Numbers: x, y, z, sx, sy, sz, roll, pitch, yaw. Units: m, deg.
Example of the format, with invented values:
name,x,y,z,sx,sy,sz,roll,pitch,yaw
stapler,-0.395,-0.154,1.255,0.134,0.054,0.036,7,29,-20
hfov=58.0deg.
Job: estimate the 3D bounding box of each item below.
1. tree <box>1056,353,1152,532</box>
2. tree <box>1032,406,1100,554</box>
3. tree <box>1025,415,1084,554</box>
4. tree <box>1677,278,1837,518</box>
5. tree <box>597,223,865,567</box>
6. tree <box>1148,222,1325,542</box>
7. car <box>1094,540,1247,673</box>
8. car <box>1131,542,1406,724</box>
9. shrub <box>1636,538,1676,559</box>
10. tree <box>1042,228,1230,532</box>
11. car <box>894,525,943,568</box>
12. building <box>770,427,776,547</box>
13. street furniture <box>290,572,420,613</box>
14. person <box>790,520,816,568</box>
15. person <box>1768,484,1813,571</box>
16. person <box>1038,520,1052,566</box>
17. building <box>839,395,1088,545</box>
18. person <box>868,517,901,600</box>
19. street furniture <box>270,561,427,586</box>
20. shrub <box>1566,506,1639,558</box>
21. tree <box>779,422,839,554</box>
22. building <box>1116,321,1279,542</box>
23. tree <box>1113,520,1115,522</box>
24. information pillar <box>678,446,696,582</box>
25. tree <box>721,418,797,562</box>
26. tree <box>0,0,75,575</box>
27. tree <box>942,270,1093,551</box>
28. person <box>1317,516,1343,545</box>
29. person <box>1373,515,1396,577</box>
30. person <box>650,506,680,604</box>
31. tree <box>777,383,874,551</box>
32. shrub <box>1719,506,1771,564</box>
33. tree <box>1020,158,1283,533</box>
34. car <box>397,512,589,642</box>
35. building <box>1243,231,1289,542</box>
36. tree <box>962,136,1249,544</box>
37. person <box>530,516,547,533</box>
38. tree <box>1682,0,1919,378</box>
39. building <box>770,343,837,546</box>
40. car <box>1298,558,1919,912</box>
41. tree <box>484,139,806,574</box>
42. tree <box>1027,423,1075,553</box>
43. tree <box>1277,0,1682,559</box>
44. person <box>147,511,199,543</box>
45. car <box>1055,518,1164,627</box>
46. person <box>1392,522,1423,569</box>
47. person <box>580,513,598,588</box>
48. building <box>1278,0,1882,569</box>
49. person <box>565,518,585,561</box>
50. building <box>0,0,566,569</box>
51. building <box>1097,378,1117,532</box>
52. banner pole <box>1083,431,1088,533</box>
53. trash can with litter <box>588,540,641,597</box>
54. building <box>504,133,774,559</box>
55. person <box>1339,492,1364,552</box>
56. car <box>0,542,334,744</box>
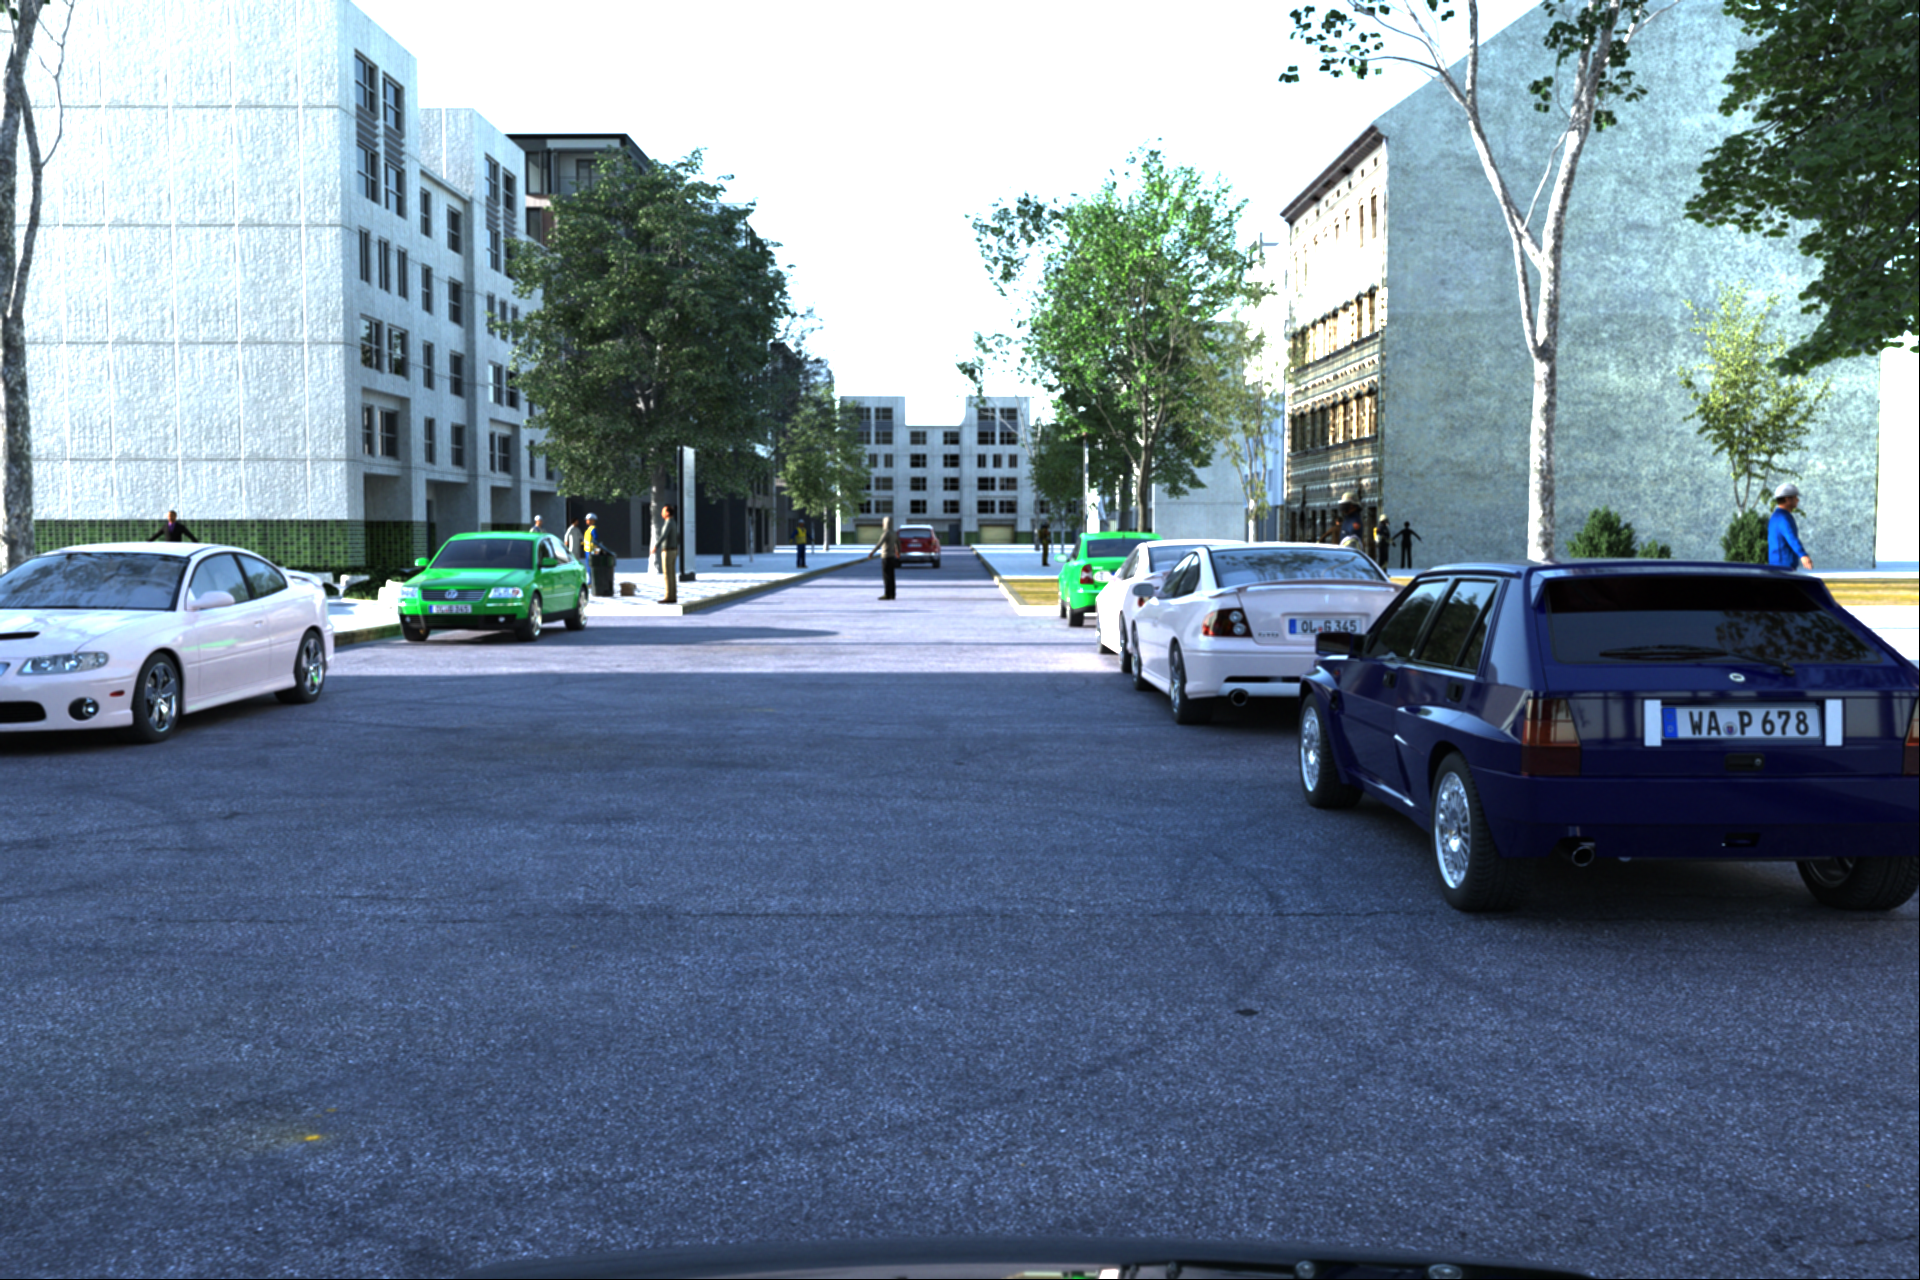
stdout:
name,x,y,z,sx,sy,sz,roll,pitch,yaw
tree,5.991,-7.371,70.872,4.737,8.622,4.395,0,3,0
tree,5.768,-8.859,95.207,4.737,8.622,4.395,0,3,0
tree,6.122,-9.460,105.026,4.737,8.622,4.395,0,3,0
tree,22.534,-6.068,49.575,4.737,8.622,4.395,0,3,0
tree,-9.283,-9.659,68.302,12.009,13.543,11.850,0,3,0
tree,7.074,-5.503,40.331,4.360,8.622,3.978,0,3,0
car,2.577,-0.422,19.269,2.083,1.381,4.827,0,4,0
car,2.530,-0.126,14.426,2.083,1.381,4.827,0,4,-1
shrub,14.755,-1.571,36.798,1.383,1.207,1.383,0,3,0
tree,6.309,-8.857,62.932,7.486,12.596,7.792,0,3,0
car,-1.860,-3.994,73.975,2.281,1.827,5.304,0,3,0
building,-26.418,-17.573,153.781,16.747,18.905,31.486,0,4,0
street furniture,-11.853,-0.964,31.387,5.734,0.657,10.072,-1,4,-14
person,-6.018,-3.664,65.874,0.705,1.833,1.349,3,5,41
person,9.230,-0.822,19.328,0.705,1.842,1.347,1,4,13
person,3.463,-3.906,69.628,0.705,1.858,1.354,0,4,-7
building,0.158,-21.930,227.465,31.486,18.905,16.747,0,4,-3
person,-1.588,-1.787,37.809,0.705,1.813,1.348,2,4,26
street furniture,-15.418,-1.771,44.587,10.072,0.657,5.734,-3,4,-37
shrub,15.794,-2.335,42.601,1.690,2.028,1.600,0,3,0
tree,-9.601,-9.896,112.163,4.737,8.622,4.395,0,3,0
building,23.648,-17.497,152.539,16.747,18.905,31.486,0,4,0
tree,21.284,-16.624,222.156,4.360,8.622,3.978,0,3,0
information pillar,-7.419,-3.408,47.029,0.184,3.620,1.656,0,4,1
tree,-9.603,-7.898,79.490,4.360,8.622,3.978,0,3,0
tree,-13.364,-10.096,20.954,12.611,20.169,13.585,0,3,0
tree,5.037,-16.546,126.416,12.611,20.169,13.585,0,3,0
person,11.119,-2.735,50.848,1.346,1.812,0.704,0,4,7
person,12.500,-2.765,50.988,0.705,1.856,1.354,2,4,33
person,-5.401,-1.575,32.020,0.705,1.796,1.348,1,4,9
tree,-10.358,-12.932,129.565,7.486,12.596,7.792,0,3,0
shrub,20.973,-2.535,45.874,1.690,2.028,1.600,0,3,0
tree,5.188,-7.484,48.125,9.928,11.665,9.643,0,3,0
car,-6.506,-0.958,24.463,1.959,1.807,4.718,0,4,0
building,23.262,-15.475,109.435,16.016,20.090,11.380,0,3,0
tree,6.852,-13.879,82.804,12.611,20.169,13.585,0,3,0
person,-12.984,-2.916,53.536,0.705,1.847,1.347,2,4,28
tree,8.800,-5.802,12.988,7.486,12.596,7.792,0,3,0
building,-29.264,-21.818,200.702,27.936,21.610,32.646,0,4,0
car,2.705,0.285,7.928,1.945,1.354,3.894,0,4,-1
tree,-9.812,-9.094,55.345,9.857,13.997,8.962,0,3,0
tree,6.263,-10.054,114.744,4.737,8.622,4.395,0,3,0
tree,8.697,-10.538,28.180,12.611,20.169,13.585,0,3,0
person,-17.535,-1.979,38.582,1.346,1.802,0.704,0,4,-1
car,2.555,-1.183,28.134,1.959,1.807,4.718,0,4,0
person,16.410,-3.485,63.705,1.216,1.740,0.721,0,4,6
person,-8.844,-2.123,41.168,0.721,1.772,1.216,-2,4,-25
building,24.764,-14.787,72.700,19.493,23.208,18.063,0,4,0
person,-12.562,-3.086,56.649,0.705,1.806,1.347,1,4,21
building,-28.478,-12.581,72.154,16.747,18.905,31.486,0,3,0
building,21.472,-21.334,205.238,16.016,20.090,11.380,0,3,0
banner pole,3.069,-3.188,42.134,0.401,3.779,0.863,0,4,-1
trash can with litter,-7.117,-1.485,35.667,1.055,1.170,0.624,0,4,-1
building,-27.235,-15.966,105.020,27.936,21.610,32.646,0,4,1
person,5.272,-1.082,23.554,0.704,1.845,1.351,0,4,7
car,-6.404,-0.060,13.350,2.083,1.381,4.827,0,3,0
